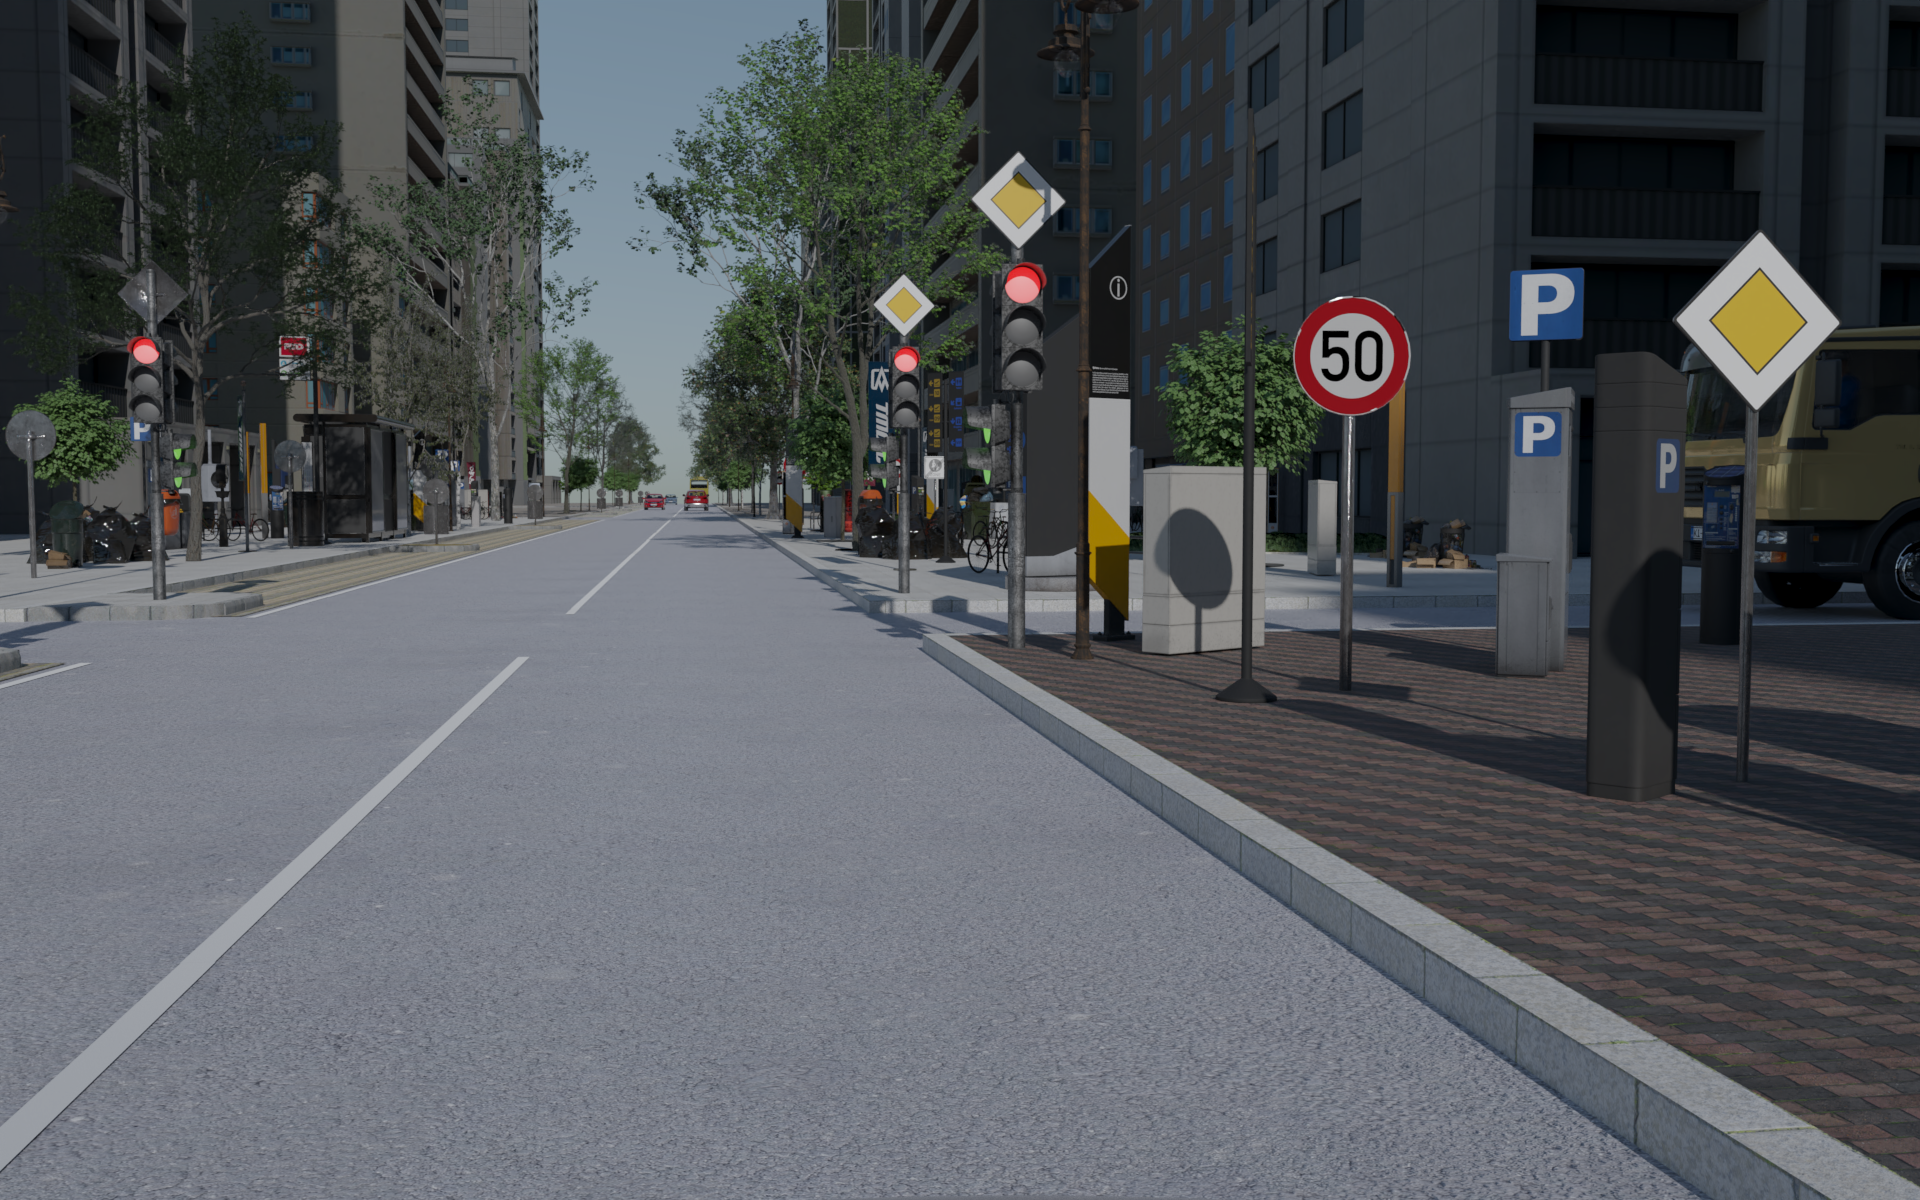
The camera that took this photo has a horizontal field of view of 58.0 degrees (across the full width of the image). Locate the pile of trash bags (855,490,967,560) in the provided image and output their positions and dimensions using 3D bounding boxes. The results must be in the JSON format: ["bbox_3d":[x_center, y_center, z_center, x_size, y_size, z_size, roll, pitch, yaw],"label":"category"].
[{"bbox_3d":[-1.283,-1.574,35.485,1.912,1.369,3.447,-2,4,-27],"label":"pile of trash bags"}]

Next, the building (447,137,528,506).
[{"bbox_3d":[-56.192,-31.138,192.703,14.154,41.232,14.086,-1,4,-9],"label":"building"}]

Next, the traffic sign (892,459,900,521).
[{"bbox_3d":[-2.294,-3.656,59.889,0.768,2.556,0.104,0,4,-1],"label":"traffic sign"}]

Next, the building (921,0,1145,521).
[{"bbox_3d":[9.916,-28.418,88.333,21.300,48.544,21.600,-1,4,-9],"label":"building"}]

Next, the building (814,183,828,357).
[{"bbox_3d":[-11.797,-32.981,222.833,14.154,41.232,14.086,-1,4,-9],"label":"building"}]

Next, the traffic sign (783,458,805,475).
[{"bbox_3d":[-5.120,-3.297,54.005,0.768,2.556,0.104,0,4,-1],"label":"traffic sign"}]

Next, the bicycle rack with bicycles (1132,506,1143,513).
[{"bbox_3d":[7.172,-2.666,56.966,2.852,0.926,2.925,1,4,17],"label":"bicycle rack with bicycles"}]

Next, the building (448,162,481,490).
[{"bbox_3d":[-49.654,-23.100,149.382,14.160,30.474,14.107,-1,4,-9],"label":"building"}]

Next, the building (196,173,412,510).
[{"bbox_3d":[-50.244,-15.935,105.574,27.650,21.520,28.899,-1,4,-9],"label":"building"}]

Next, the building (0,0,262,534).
[{"bbox_3d":[-37.739,-38.159,62.155,20.563,71.187,20.611,-1,4,-9],"label":"building"}]

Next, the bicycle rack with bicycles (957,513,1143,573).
[{"bbox_3d":[1.769,-0.860,27.450,2.852,0.926,2.925,-2,4,-28],"label":"bicycle rack with bicycles"}]

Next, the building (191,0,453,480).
[{"bbox_3d":[-50.928,-30.974,130.135,21.300,48.544,21.600,-1,4,-9],"label":"building"}]

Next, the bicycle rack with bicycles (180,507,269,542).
[{"bbox_3d":[-20.437,-2.023,46.452,2.925,0.926,2.852,2,4,29],"label":"bicycle rack with bicycles"}]

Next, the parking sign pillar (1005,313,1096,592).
[{"bbox_3d":[1.330,-2.130,23.297,1.447,3.967,1.447,-2,4,-31],"label":"parking sign pillar"}]

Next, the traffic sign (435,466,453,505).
[{"bbox_3d":[-20.202,-4.129,67.515,0.884,2.594,0.081,0,4,-6],"label":"traffic sign"}]

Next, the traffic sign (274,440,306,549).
[{"bbox_3d":[-15.748,-2.484,40.715,0.768,2.556,0.104,0,4,0],"label":"traffic sign"}]

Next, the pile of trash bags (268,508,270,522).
[{"bbox_3d":[-31.850,-4.248,79.204,3.447,1.369,1.912,-2,4,-24],"label":"pile of trash bags"}]

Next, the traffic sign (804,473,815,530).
[{"bbox_3d":[-5.135,-3.714,60.728,0.884,2.594,0.081,0,4,1],"label":"traffic sign"}]

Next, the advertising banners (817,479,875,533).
[{"bbox_3d":[-3.724,-3.762,57.696,2.074,3.025,0.090,0,4,4],"label":"advertising banners"}]

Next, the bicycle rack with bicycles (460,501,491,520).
[{"bbox_3d":[-24.429,-4.480,86.636,2.925,0.926,2.852,-3,4,-36],"label":"bicycle rack with bicycles"}]

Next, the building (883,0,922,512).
[{"bbox_3d":[4.961,-35.841,128.005,21.231,58.520,28.212,-1,4,-9],"label":"building"}]

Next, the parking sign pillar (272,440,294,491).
[{"bbox_3d":[-33.762,-5.989,86.393,1.447,3.967,1.447,1,4,8],"label":"parking sign pillar"}]

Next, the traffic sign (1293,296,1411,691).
[{"bbox_3d":[2.520,-0.681,11.247,0.768,2.556,0.104,0,4,-3],"label":"traffic sign"}]

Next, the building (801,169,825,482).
[{"bbox_3d":[-8.188,-40.047,244.013,28.713,52.752,27.495,-1,4,-9],"label":"building"}]

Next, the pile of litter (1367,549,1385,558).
[{"bbox_3d":[8.946,-1.262,34.606,1.176,0.858,1.719,-2,4,-29],"label":"pile of litter"}]

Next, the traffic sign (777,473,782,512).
[{"bbox_3d":[-9.941,-5.826,95.358,0.768,2.556,0.104,0,4,-8],"label":"traffic sign"}]

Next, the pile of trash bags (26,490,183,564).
[{"bbox_3d":[-16.124,-1.441,33.308,1.912,1.369,3.447,1,4,8],"label":"pile of trash bags"}]

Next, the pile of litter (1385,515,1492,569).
[{"bbox_3d":[8.427,-0.986,30.082,1.176,0.858,1.719,-1,4,-21],"label":"pile of litter"}]

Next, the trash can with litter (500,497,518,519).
[{"bbox_3d":[-24.218,-4.902,91.208,2.233,1.210,1.678,-1,4,-11],"label":"trash can with litter"}]

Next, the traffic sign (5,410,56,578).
[{"bbox_3d":[-14.113,-1.603,26.317,0.768,2.556,0.104,0,4,0],"label":"traffic sign"}]

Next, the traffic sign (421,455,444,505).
[{"bbox_3d":[-17.346,-3.476,56.936,0.768,2.556,0.104,0,4,1],"label":"traffic sign"}]

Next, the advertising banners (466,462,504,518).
[{"bbox_3d":[-25.799,-5.988,94.084,2.074,3.025,0.090,0,4,8],"label":"advertising banners"}]

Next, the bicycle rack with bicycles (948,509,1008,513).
[{"bbox_3d":[0.631,-1.718,41.464,2.852,0.926,2.925,-1,4,-14],"label":"bicycle rack with bicycles"}]

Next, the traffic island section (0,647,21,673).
[{"bbox_3d":[-8.544,0.559,13.144,2.009,0.180,2.903,-1,4,-9],"label":"traffic island section"}]

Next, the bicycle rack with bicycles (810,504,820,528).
[{"bbox_3d":[-4.303,-3.185,65.459,2.852,0.926,2.925,1,4,19],"label":"bicycle rack with bicycles"}]

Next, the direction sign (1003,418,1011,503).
[{"bbox_3d":[1.314,-3.643,51.564,0.379,3.537,0.876,2,4,34],"label":"direction sign"}]

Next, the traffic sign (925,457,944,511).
[{"bbox_3d":[-0.672,-2.747,47.040,0.606,2.300,0.079,0,4,-6],"label":"traffic sign"}]

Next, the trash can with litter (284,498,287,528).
[{"bbox_3d":[-25.801,-3.346,66.096,1.055,1.170,0.624,0,4,3],"label":"trash can with litter"}]

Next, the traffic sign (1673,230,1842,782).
[{"bbox_3d":[3.494,-0.397,7.670,0.795,2.450,0.064,0,4,-8],"label":"traffic sign"}]

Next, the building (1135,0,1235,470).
[{"bbox_3d":[14.960,-25.256,63.047,14.600,45.320,14.200,-1,4,-9],"label":"building"}]

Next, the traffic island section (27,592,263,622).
[{"bbox_3d":[-9.739,0.076,21.040,2.009,0.180,2.903,-1,4,-9],"label":"traffic island section"}]

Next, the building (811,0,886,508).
[{"bbox_3d":[-6.909,-46.889,204.885,20.563,71.187,20.611,-1,4,-9],"label":"building"}]

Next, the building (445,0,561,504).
[{"bbox_3d":[-65.674,-48.811,236.315,20.563,71.187,20.611,-1,4,-9],"label":"building"}]

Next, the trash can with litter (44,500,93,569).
[{"bbox_3d":[-15.459,-1.138,30.000,0.624,1.170,1.055,-1,4,-15],"label":"trash can with litter"}]

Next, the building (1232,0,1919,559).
[{"bbox_3d":[20.025,-37.014,43.429,20.611,71.187,20.563,-1,4,-9],"label":"building"}]

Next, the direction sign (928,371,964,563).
[{"bbox_3d":[-0.267,-2.461,32.234,0.876,3.537,0.379,3,5,41],"label":"direction sign"}]

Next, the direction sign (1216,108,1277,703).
[{"bbox_3d":[1.785,-1.143,10.691,0.379,3.537,0.876,1,4,11],"label":"direction sign"}]

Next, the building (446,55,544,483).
[{"bbox_3d":[-66.357,-38.106,212.265,28.713,52.752,27.495,-1,4,-9],"label":"building"}]

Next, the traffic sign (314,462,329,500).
[{"bbox_3d":[-19.696,-3.308,54.084,0.884,2.594,0.081,0,4,-8],"label":"traffic sign"}]
